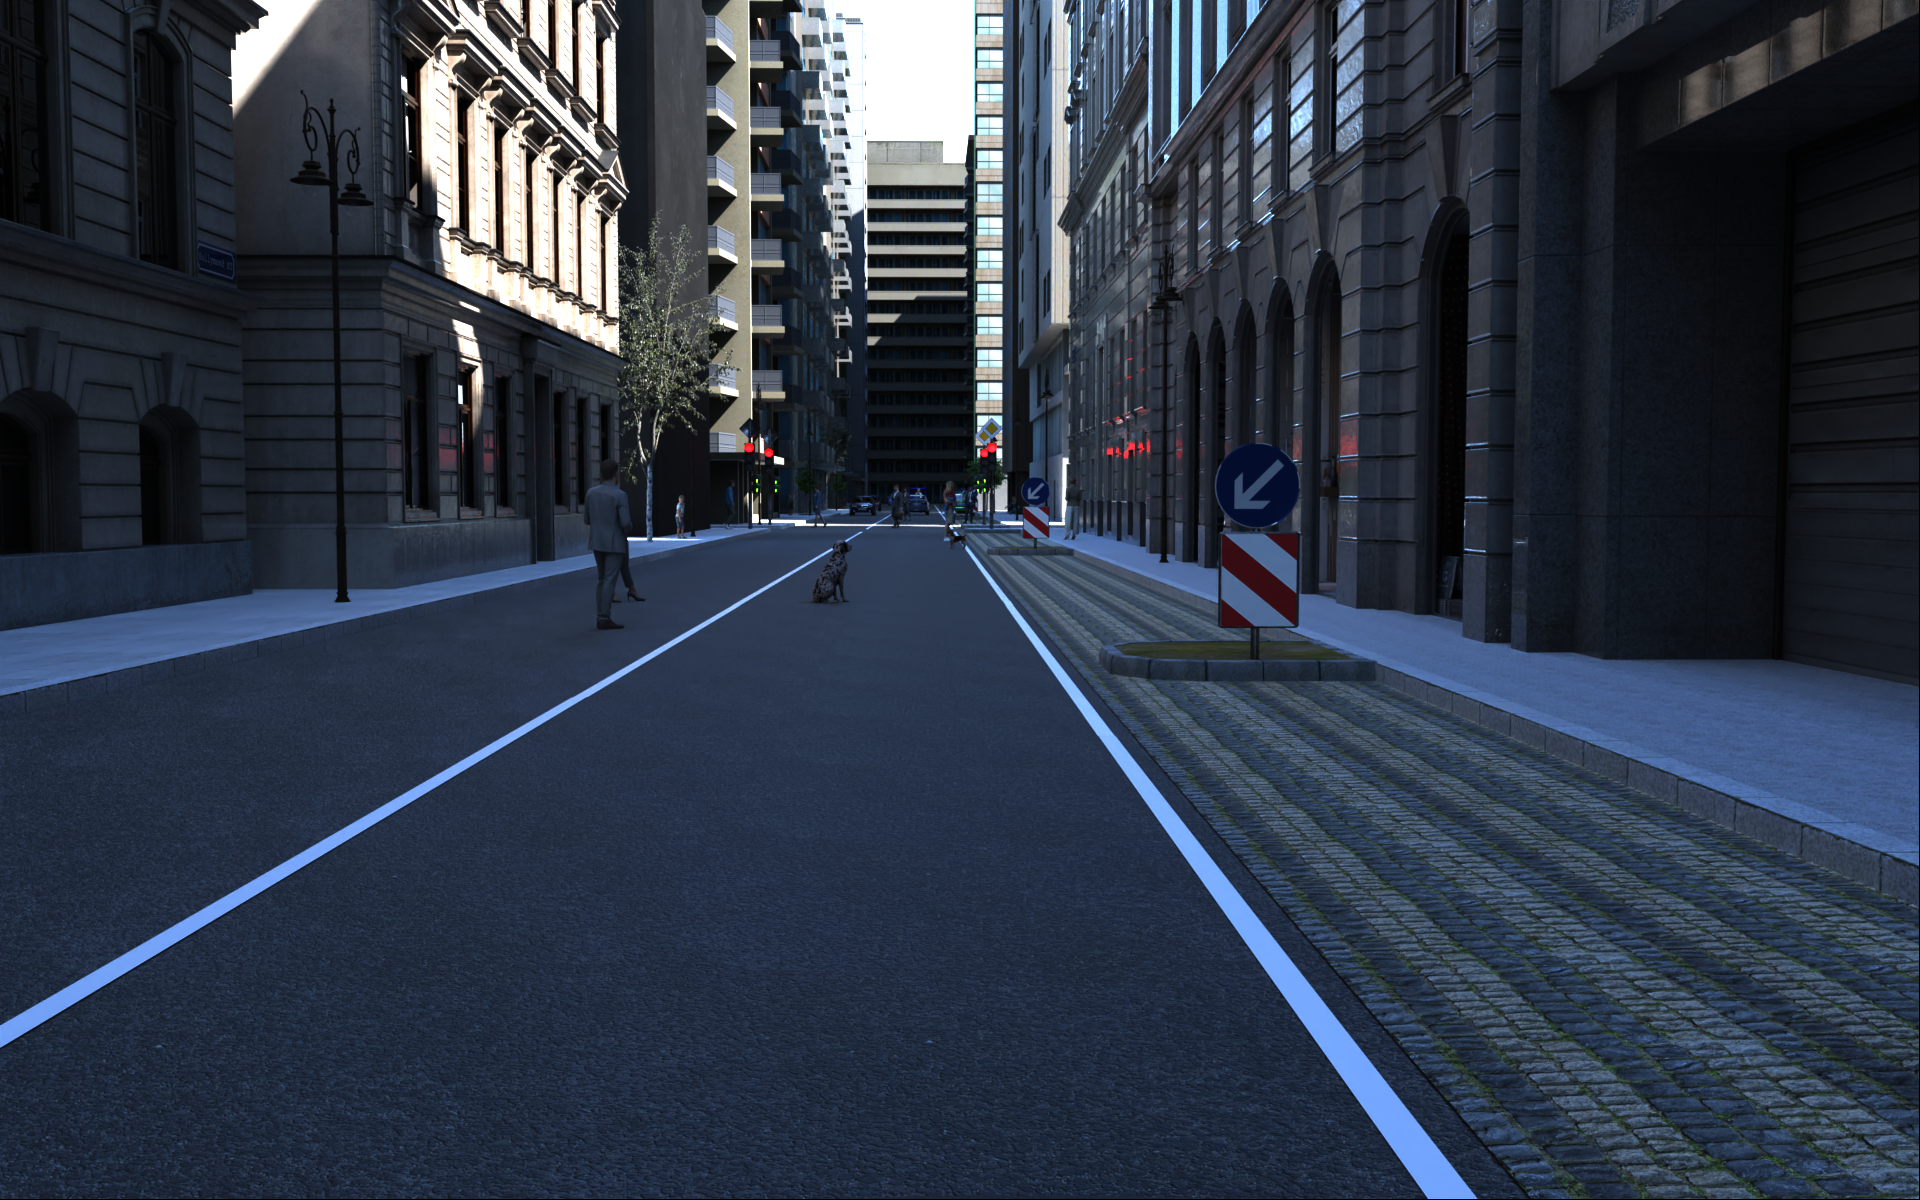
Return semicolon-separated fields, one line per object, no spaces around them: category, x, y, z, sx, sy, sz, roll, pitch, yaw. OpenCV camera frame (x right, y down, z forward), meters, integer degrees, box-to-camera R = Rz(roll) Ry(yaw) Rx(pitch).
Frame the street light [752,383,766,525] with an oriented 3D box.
street light;-8.346;-6.067;71.976;0.468;5.910;1.993;0;4;-1

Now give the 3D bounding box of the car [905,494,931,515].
car;-3.000;-6.574;119.492;2.014;1.417;4.499;0;4;-2

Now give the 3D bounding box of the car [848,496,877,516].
car;-6.550;-6.386;116.986;1.945;1.354;3.894;0;4;-1

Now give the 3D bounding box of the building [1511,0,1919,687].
building;10.776;-11.365;3.842;12.078;24.808;19.932;0;4;-1

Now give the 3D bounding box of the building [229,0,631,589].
building;-12.521;-10.224;31.789;10.561;19.102;19.286;0;4;-1

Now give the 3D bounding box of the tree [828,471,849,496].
tree;-10.084;-9.228;145.479;1.663;3.219;1.824;0;3;0

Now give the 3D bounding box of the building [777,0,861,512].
building;-21.540;-33.124;161.182;23.786;49.044;30.456;0;4;-1

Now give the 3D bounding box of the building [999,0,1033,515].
building;9.993;-28.329;113.295;14.600;45.320;14.200;0;4;-1

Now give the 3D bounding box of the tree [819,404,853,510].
tree;-10.868;-11.683;141.385;4.360;8.622;3.978;0;3;0

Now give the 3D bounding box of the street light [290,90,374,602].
street light;-7.338;-2.912;20.404;0.468;5.910;1.993;0;4;-1

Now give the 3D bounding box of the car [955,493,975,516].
car;0.038;-6.292;111.663;1.959;1.807;4.718;0;4;-1

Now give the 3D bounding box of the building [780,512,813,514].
building;-20.479;-30.717;121.836;23.786;49.044;30.456;0;4;-1

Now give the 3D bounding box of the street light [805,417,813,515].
street light;-8.983;-8.001;103.596;0.468;5.910;1.993;0;4;-1

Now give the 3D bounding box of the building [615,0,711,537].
building;-17.006;-13.904;57.006;15.834;23.373;12.332;0;4;-1

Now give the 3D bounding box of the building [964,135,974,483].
building;11.629;-33.877;208.518;22.147;44.769;28.867;0;4;-1

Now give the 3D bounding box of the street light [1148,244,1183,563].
street light;3.822;-3.639;32.281;0.468;5.910;1.993;0;4;-1

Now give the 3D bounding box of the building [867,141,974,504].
building;-4.339;-37.722;240.453;21.600;48.544;21.300;0;4;-1

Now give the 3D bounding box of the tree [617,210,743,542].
tree;-8.133;-5.850;46.011;4.360;8.622;3.978;0;3;0

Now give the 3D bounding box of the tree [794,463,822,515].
tree;-9.284;-6.814;106.012;1.663;3.219;1.824;0;3;0

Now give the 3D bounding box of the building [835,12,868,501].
building;-25.495;-40.943;211.416;28.212;58.520;21.231;0;4;-1

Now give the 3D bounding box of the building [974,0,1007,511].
building;8.092;-27.900;139.764;14.154;41.232;14.086;0;4;-1

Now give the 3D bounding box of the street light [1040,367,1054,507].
street light;3.160;-5.532;63.239;0.468;5.910;1.993;0;4;-1

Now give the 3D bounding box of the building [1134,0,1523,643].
building;10.158;-11.258;25.876;13.314;21.916;24.055;0;4;-1

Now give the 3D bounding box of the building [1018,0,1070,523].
building;16.630;-30.473;87.470;27.495;52.752;28.713;0;4;-1

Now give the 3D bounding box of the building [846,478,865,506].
building;-26.709;-30.411;189.104;32.217;40.220;23.993;0;4;-1

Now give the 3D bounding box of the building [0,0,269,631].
building;-13.900;-11.339;4.473;14.460;24.649;34.723;0;4;-1

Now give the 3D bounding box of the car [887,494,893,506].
car;-8.055;-12.563;214.994;1.945;1.707;3.694;0;4;-2

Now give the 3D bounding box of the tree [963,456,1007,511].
tree;1.923;-8.876;128.839;4.285;4.588;4.351;0;3;0

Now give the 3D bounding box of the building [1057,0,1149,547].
building;9.823;-15.518;50.991;12.463;27.353;25.104;0;4;-1

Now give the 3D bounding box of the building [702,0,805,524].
building;-19.258;-26.285;84.392;22.147;44.769;28.867;0;4;-1

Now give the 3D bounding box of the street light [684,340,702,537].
street light;-8.049;-4.848;52.048;0.468;5.910;1.993;0;4;-1

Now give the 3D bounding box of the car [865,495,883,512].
car;-7.338;-7.971;142.902;1.945;1.354;3.894;0;4;-2
